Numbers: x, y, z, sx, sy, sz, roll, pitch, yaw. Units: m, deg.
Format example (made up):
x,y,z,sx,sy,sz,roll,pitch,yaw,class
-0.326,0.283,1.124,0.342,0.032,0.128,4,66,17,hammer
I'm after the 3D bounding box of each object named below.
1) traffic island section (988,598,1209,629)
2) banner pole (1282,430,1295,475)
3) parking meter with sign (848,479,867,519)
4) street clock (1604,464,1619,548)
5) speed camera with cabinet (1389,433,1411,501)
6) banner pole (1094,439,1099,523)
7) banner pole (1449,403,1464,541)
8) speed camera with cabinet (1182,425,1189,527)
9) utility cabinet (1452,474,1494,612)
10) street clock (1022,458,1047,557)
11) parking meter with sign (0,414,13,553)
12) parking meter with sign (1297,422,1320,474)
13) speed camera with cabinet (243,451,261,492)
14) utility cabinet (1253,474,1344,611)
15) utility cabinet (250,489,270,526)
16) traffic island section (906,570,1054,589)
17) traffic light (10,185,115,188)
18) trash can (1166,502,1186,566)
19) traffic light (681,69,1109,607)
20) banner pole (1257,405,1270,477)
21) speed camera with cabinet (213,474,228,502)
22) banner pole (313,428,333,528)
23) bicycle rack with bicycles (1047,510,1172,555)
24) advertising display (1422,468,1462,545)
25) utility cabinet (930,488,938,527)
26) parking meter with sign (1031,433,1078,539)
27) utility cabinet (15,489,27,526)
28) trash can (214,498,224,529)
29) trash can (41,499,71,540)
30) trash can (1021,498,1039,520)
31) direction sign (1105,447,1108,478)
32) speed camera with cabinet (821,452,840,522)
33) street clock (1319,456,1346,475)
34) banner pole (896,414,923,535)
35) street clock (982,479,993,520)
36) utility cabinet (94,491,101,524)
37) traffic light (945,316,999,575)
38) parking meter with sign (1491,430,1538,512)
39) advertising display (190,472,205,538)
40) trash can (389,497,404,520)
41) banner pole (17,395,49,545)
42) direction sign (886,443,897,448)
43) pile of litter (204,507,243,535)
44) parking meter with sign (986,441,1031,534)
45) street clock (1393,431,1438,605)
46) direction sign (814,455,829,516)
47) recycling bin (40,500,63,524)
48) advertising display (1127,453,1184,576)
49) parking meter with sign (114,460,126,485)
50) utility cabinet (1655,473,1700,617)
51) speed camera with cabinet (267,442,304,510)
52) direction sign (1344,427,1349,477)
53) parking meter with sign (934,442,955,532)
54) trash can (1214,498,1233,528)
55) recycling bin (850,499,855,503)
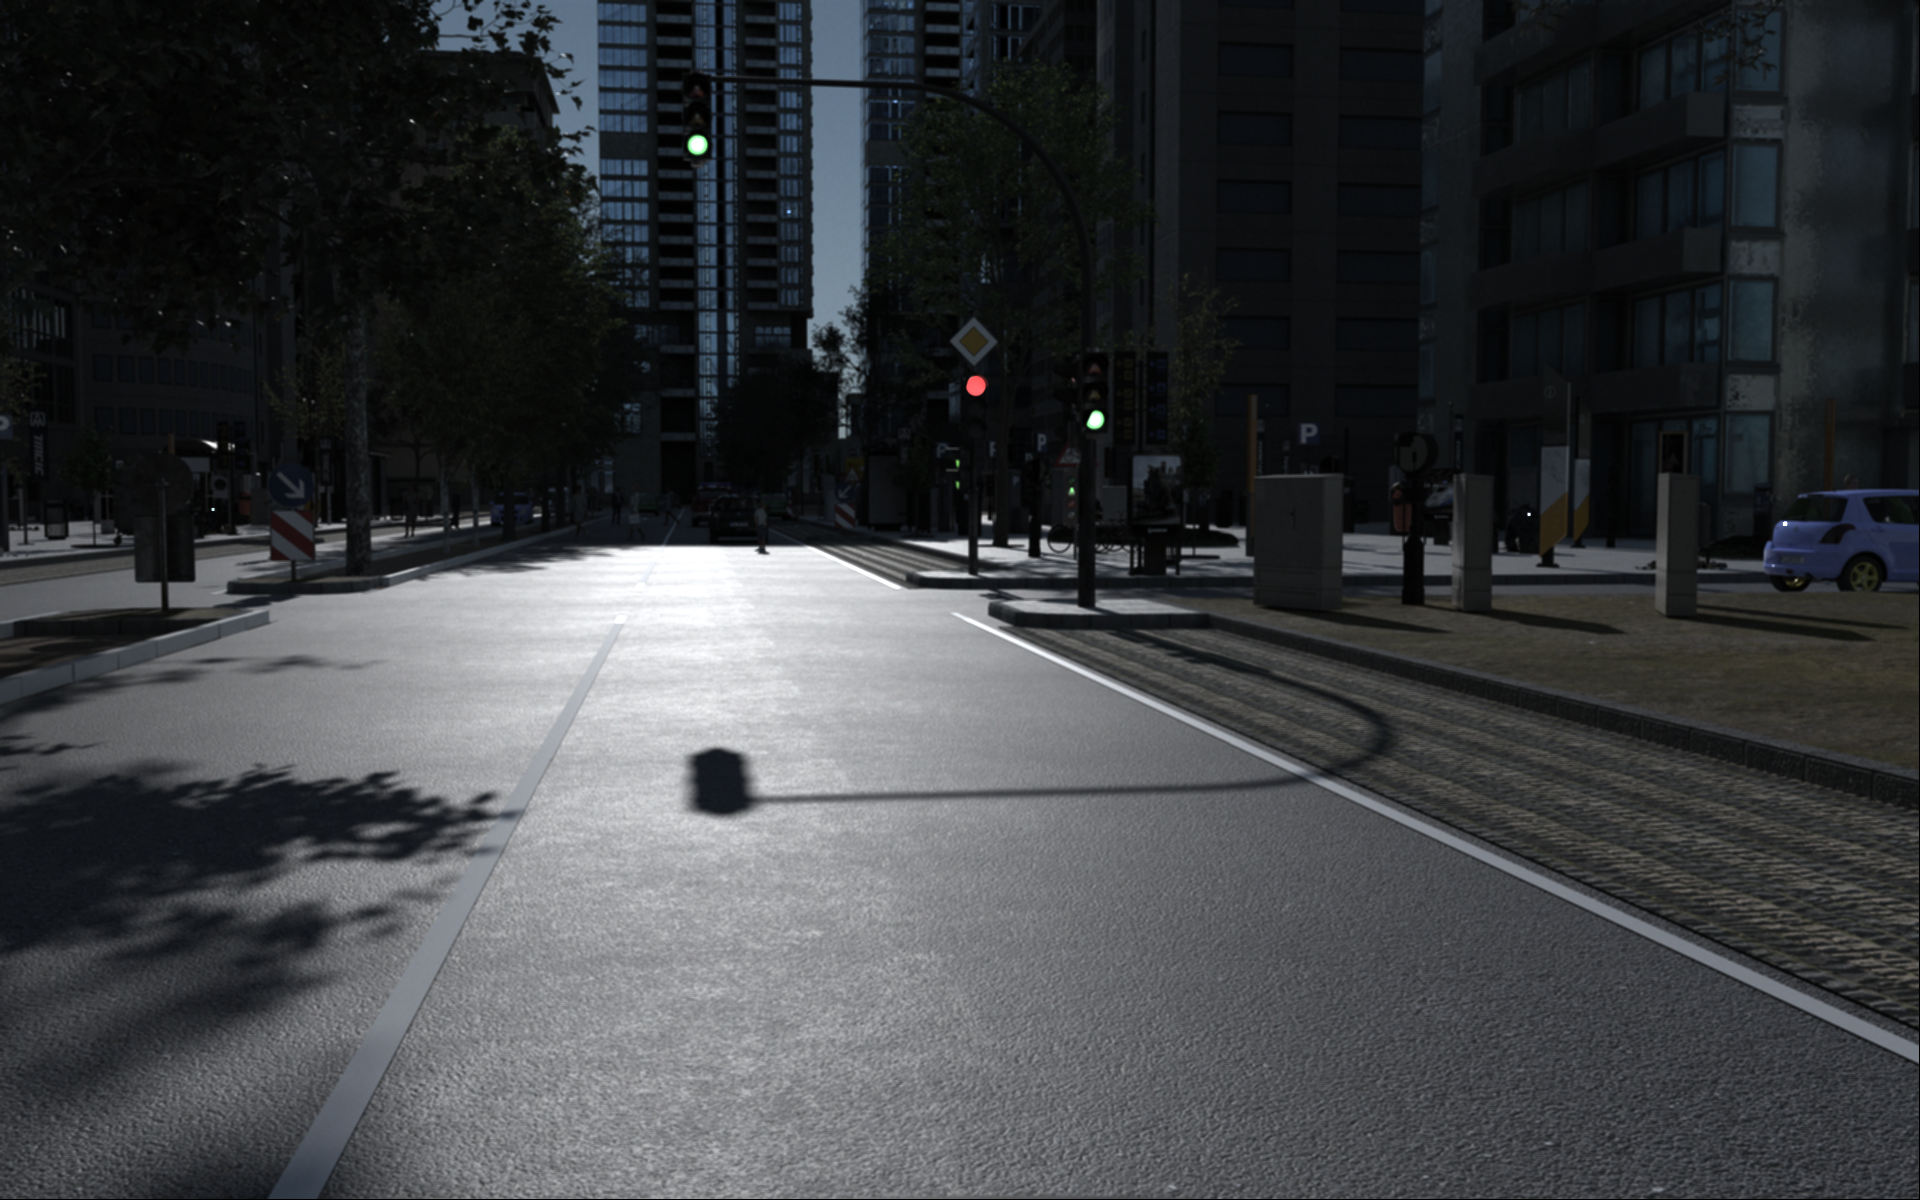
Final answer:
x,y,z,sx,sy,sz,roll,pitch,yaw,class
1.453,0.154,19.756,2.009,0.180,2.903,-1,4,-9,traffic island section
12.887,-4.765,67.929,0.401,3.779,0.863,-2,4,-30,banner pole
-5.004,-5.617,88.100,0.543,3.016,1.738,2,4,34,parking meter with sign
15.512,-2.243,41.239,0.358,2.002,0.471,1,4,15,street clock
14.603,-3.770,55.969,0.660,3.252,2.038,-1,4,-14,speed camera with cabinet
5.806,-5.321,77.015,0.863,3.779,0.401,-1,4,-21,banner pole
13.620,-3.526,47.667,0.863,3.779,0.401,-3,5,-42,banner pole
6.224,-3.439,50.556,0.660,3.252,2.038,0,4,-3,speed camera with cabinet
5.677,-0.641,19.167,0.318,1.500,1.173,1,4,10,utility cabinet
1.516,-1.873,35.198,0.471,2.002,0.358,-2,4,-23,street clock
-21.474,-2.590,38.600,0.543,3.016,1.738,-2,4,-34,parking meter with sign
8.696,-2.856,42.952,0.543,3.016,1.738,1,4,15,parking meter with sign
-32.298,-5.227,79.796,0.660,3.252,2.038,0,4,3,speed camera with cabinet
3.738,-0.646,19.243,0.318,1.500,1.173,-2,4,-28,utility cabinet
-27.689,-3.693,69.060,1.173,1.500,0.318,1,4,18,utility cabinet
0.234,-0.328,27.648,2.009,0.180,2.903,-1,4,-9,traffic island section
-13.872,-3.102,25.383,4.771,5.953,1.251,-1,4,-9,traffic light
3.680,-1.194,31.176,0.748,1.137,0.748,0,3,0,trash can
-0.642,-2.722,19.178,4.771,5.953,1.251,-1,4,-9,traffic light
8.509,-3.585,48.627,0.401,3.779,0.863,3,5,42,banner pole
-35.813,-5.368,82.098,2.038,3.252,0.660,-2,4,-25,speed camera with cabinet
-24.159,-4.621,65.574,0.863,3.779,0.401,-1,4,-11,banner pole
3.344,-1.479,37.559,2.925,0.926,2.852,0,4,-6,bicycle rack with bicycles
12.116,-2.344,43.544,0.974,1.923,0.123,3,4,36,advertising display
-0.892,-3.490,65.735,1.173,1.500,0.318,1,4,21,utility cabinet
2.957,-3.220,48.914,1.738,3.016,0.543,3,4,37,parking meter with sign
-37.704,-3.722,69.528,0.318,1.500,1.173,-2,4,-34,utility cabinet
-26.113,-2.988,60.506,0.748,1.137,0.748,0,3,0,trash can
-25.471,-2.273,48.811,0.748,1.137,0.748,0,3,0,trash can
2.614,-3.226,64.396,0.748,1.137,0.748,0,3,0,trash can
7.264,-5.604,83.619,0.379,3.537,0.876,3,5,44,direction sign
-6.017,-5.278,80.635,0.660,3.252,2.038,-1,4,-12,speed camera with cabinet
7.118,-1.747,33.132,0.358,2.002,0.471,-3,5,-40,street clock
-1.596,-3.952,54.631,0.863,3.779,0.401,1,4,9,banner pole
1.468,-4.891,84.531,0.471,2.002,0.358,1,4,12,street clock
-36.833,-4.029,74.546,0.318,1.500,1.173,0,4,6,utility cabinet
0.192,-2.361,27.528,0.839,4.253,0.868,-1,4,-9,traffic light
15.358,-3.113,47.151,1.738,3.016,0.543,1,4,17,parking meter with sign
-22.354,-2.786,50.760,0.123,1.923,0.974,-3,5,-41,advertising display
-27.395,-4.440,84.242,0.748,1.137,0.748,0,3,0,trash can
-23.453,-3.290,43.816,0.863,3.779,0.401,0,4,-3,banner pole
-3.117,-5.224,77.409,0.379,3.537,0.876,3,5,39,direction sign
-23.674,-2.534,55.395,1.176,0.858,1.719,2,4,33,pile of litter
1.601,-3.662,56.136,0.543,3.016,1.738,-3,4,-37,parking meter with sign
5.274,-0.950,20.101,0.358,2.002,0.471,-3,5,-43,street clock
-8.108,-6.694,101.441,0.876,3.537,0.379,-1,4,-18,direction sign
-39.046,-3.785,74.434,0.722,1.027,0.722,-3,5,-44,recycling bin
3.067,-1.346,27.221,0.974,1.923,0.123,-2,4,-26,advertising display
-42.455,-5.623,88.202,0.543,3.016,1.738,-3,5,-44,parking meter with sign
7.618,-0.593,18.381,0.318,1.500,1.173,1,4,17,utility cabinet
-26.068,-4.442,66.963,0.660,3.252,2.038,0,4,2,speed camera with cabinet
13.188,-4.108,59.165,0.379,3.537,0.876,1,4,20,direction sign
-0.480,-3.841,59.059,0.543,3.016,1.738,0,4,8,parking meter with sign
10.006,-3.315,65.859,0.748,1.137,0.748,0,3,0,trash can
-5.983,-5.245,98.309,0.722,1.027,0.722,1,4,15,recycling bin
